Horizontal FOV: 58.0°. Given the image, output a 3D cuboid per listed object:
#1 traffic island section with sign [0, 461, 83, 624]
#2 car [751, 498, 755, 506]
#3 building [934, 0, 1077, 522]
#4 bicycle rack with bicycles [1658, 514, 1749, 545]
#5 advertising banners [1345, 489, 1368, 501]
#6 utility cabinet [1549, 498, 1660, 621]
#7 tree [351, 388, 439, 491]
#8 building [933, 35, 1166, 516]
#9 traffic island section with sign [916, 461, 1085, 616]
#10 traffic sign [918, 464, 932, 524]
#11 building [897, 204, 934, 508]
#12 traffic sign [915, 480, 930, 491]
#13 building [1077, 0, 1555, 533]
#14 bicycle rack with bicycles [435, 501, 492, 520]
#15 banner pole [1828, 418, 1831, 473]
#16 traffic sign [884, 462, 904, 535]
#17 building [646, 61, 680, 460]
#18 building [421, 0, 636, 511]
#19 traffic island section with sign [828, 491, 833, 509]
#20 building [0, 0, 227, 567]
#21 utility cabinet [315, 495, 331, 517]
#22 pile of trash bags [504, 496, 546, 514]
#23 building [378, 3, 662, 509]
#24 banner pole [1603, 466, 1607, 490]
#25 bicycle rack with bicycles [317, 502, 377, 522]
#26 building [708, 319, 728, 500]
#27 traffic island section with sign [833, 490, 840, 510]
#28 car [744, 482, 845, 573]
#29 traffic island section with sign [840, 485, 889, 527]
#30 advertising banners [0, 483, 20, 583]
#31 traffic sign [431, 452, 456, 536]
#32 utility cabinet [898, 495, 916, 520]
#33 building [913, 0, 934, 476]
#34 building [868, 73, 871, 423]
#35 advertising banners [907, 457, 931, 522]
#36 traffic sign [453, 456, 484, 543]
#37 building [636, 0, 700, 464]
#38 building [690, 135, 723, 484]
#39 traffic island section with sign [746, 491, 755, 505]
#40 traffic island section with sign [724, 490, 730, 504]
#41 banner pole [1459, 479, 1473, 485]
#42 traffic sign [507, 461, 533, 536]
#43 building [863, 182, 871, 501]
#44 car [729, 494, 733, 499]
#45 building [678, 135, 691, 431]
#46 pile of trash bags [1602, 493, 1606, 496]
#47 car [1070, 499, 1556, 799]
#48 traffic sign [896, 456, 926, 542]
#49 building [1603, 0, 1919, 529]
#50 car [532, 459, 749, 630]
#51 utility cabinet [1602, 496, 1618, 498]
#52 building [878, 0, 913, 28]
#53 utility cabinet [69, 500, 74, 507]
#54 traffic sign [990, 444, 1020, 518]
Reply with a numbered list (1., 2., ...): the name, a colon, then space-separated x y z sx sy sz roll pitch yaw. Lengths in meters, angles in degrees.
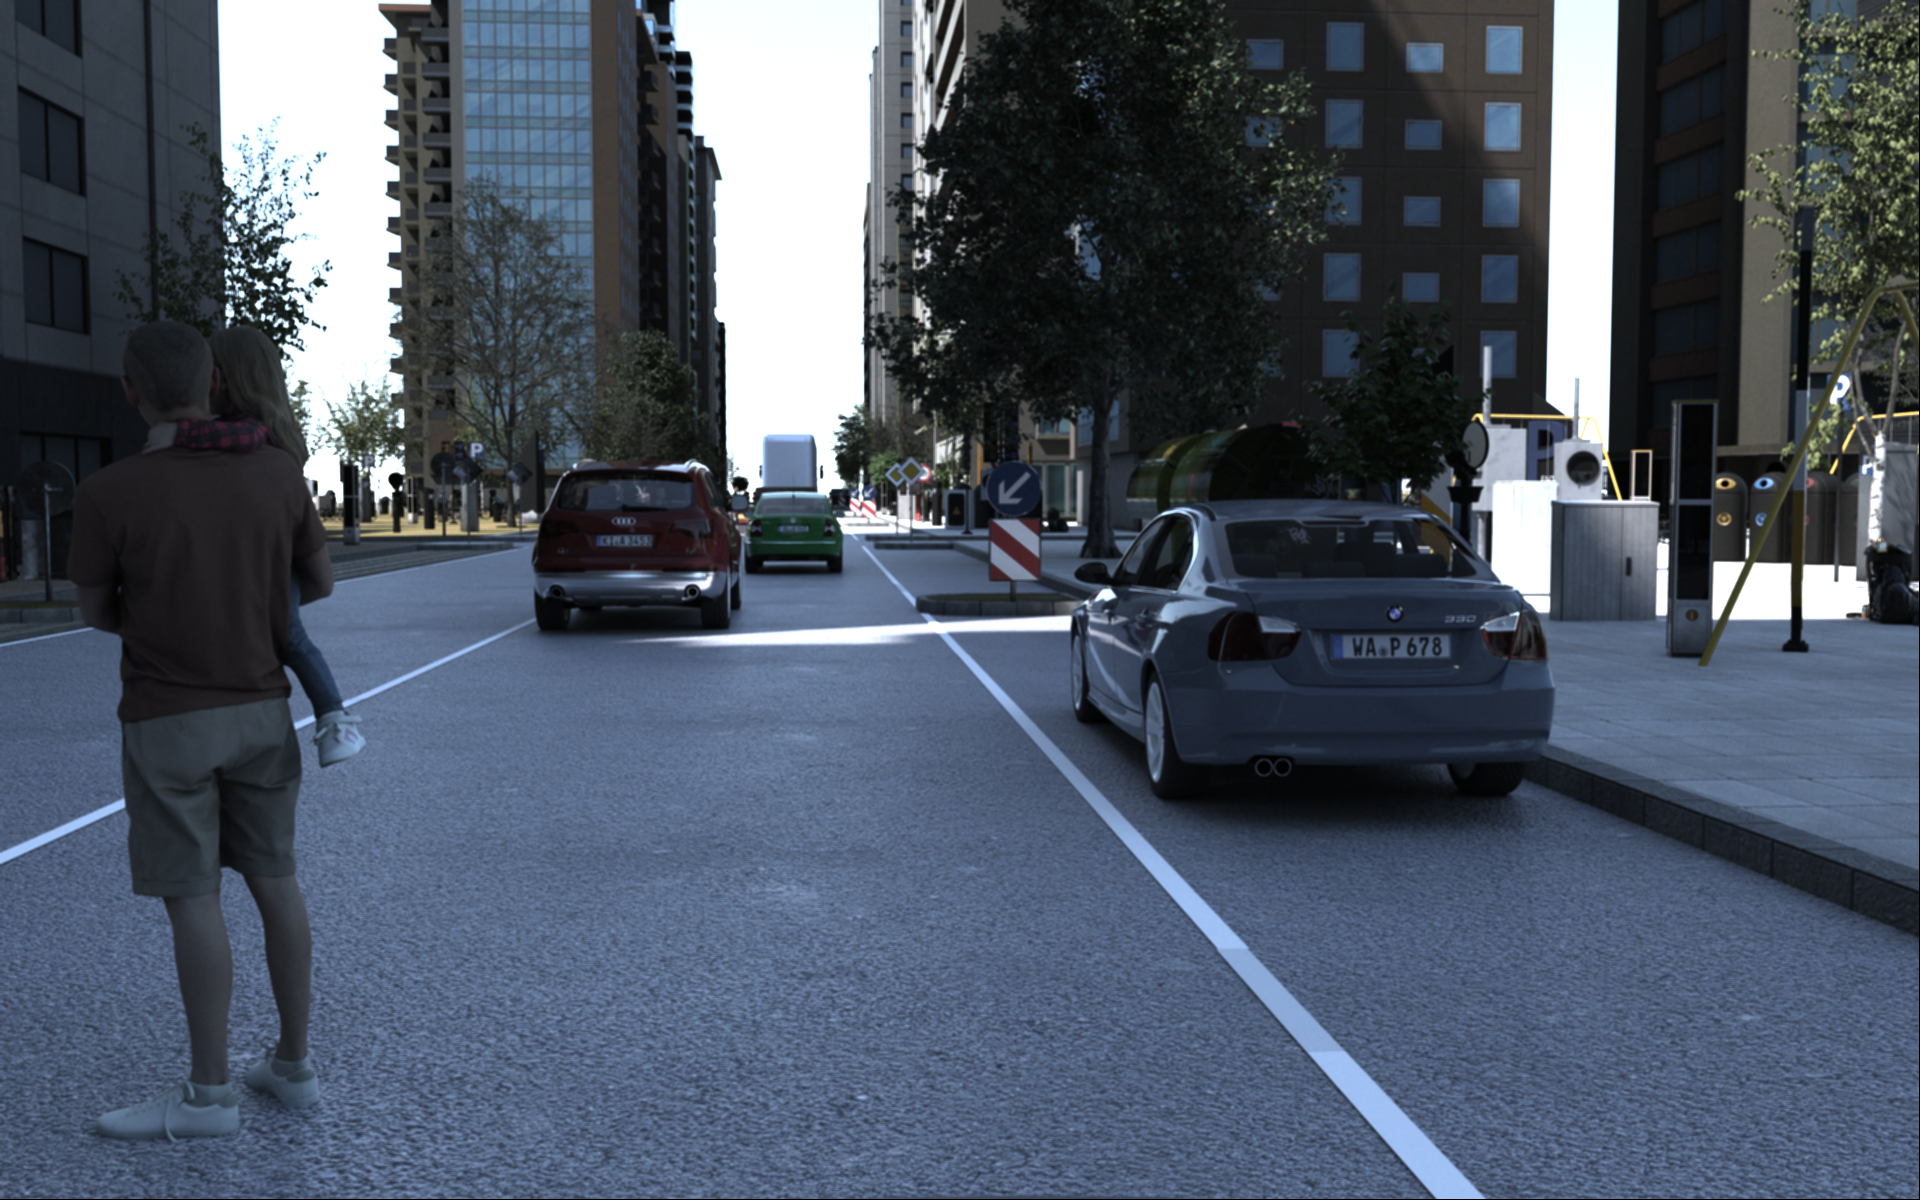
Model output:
1. traffic island section with sign: -10.733 -0.693 19.966 1.989 1.847 2.006 0 4 -5
2. car: -17.237 -8.757 152.210 2.155 1.783 4.494 0 4 -6
3. building: 10.000 -28.463 89.069 21.300 48.544 21.600 0 4 -5
4. bicycle rack with bicycles: 18.715 -1.836 43.400 2.852 0.926 2.925 -3 4 -37
5. advertising banners: 8.658 -2.757 41.261 2.074 3.025 0.090 1 4 12
6. utility cabinet: 6.546 -0.394 17.596 1.020 1.237 0.306 0 4 -6
7. tree: -36.754 -10.000 113.858 4.360 8.622 3.978 0 3 0
8. building: 5.570 -28.797 120.948 14.600 45.320 14.200 0 4 -5
9. traffic island section with sign: 0.472 -0.774 21.290 1.989 1.847 2.006 0 4 -5
10. traffic sign: -1.574 -4.516 73.949 0.768 2.556 0.104 0 4 -1
11. building: 0.827 -24.215 167.622 14.160 30.474 14.107 0 4 -5
12. traffic sign: -1.861 -5.003 81.807 0.884 2.594 0.081 0 3 0
13. building: 12.074 -25.277 63.382 14.200 45.320 14.600 0 4 -5
14. bicycle rack with bicycles: -25.147 -4.467 86.414 2.925 0.926 2.852 0 4 6
15. banner pole: 28.511 -4.089 56.869 0.401 3.779 0.863 2 4 31
16. traffic sign: -1.967 -3.082 54.025 0.795 2.450 0.064 0 4 -5
17. building: -36.104 -32.179 176.242 14.600 45.320 14.200 0 4 -5
18. building: -32.458 -29.560 133.409 14.600 45.320 14.200 0 4 -5
19. traffic island section with sign: -10.604 -8.872 153.688 1.989 1.847 2.006 0 4 -5
20. building: -27.392 -36.275 31.356 20.611 71.187 20.563 0 4 -5
21. utility cabinet: -35.475 -5.219 96.486 0.306 1.237 1.020 1 4 19
22. pile of trash bags: -25.581 -5.660 102.295 3.447 1.369 1.912 3 5 40
23. building: -38.498 -30.573 154.490 22.147 44.769 28.867 0 4 -5
24. banner pole: 49.776 -8.805 133.971 0.863 3.779 0.401 0 4 1
25. bicycle rack with bicycles: -28.894 -4.156 81.337 2.925 0.926 2.852 -2 4 -28
26. building: -44.942 -31.011 278.729 14.160 30.474 14.107 0 4 -5
27. traffic island section with sign: -6.417 -5.810 103.628 1.989 1.847 2.006 0 4 -5
28. car: -3.144 -1.472 32.862 1.959 1.807 4.718 0 4 -5
29. traffic island section with sign: -4.174 -4.167 76.766 1.989 1.847 2.006 0 4 -5
30. advertising banners: -13.896 -1.765 25.046 0.090 3.025 2.074 -1 4 -18
31. traffic sign: -15.686 -3.211 52.600 0.768 2.556 0.104 0 4 -2
32. utility cabinet: -2.602 -4.528 85.200 1.020 1.237 0.306 1 4 12
33. building: 10.127 -34.107 146.883 28.713 52.752 27.495 0 4 -5
34. building: -1.478 -42.120 230.658 21.231 58.520 28.212 0 4 -5
35. advertising banners: -1.924 -5.172 80.752 0.090 3.025 2.074 -2 4 -32
36. traffic sign: -12.806 -2.537 45.129 0.795 2.450 0.064 0 4 -5
37. building: -44.706 -55.885 226.383 22.319 86.520 31.000 0 4 -5
38. building: -50.039 -40.823 256.690 28.713 52.752 27.495 0 4 -5
39. traffic island section with sign: -30.976 -15.496 261.980 1.989 1.847 2.006 0 4 -5
40. traffic island section with sign: -24.069 -10.440 179.327 1.989 1.847 2.006 0 4 -5
41. banner pole: 16.370 -3.990 55.247 0.863 3.779 0.401 0 4 5
42. traffic sign: -13.472 -3.024 53.086 0.795 2.450 0.064 0 4 -5
43. building: -3.332 -38.658 255.755 21.300 48.544 21.600 0 4 -5
44. car: -24.926 -11.138 191.699 1.945 1.707 3.694 0 4 -6
45. building: -37.263 -31.033 190.991 14.154 41.232 14.086 0 4 -5
46. pile of trash bags: 41.717 -6.077 109.118 3.447 1.369 1.912 -1 4 -9
47. car: 1.690 0.155 9.474 2.014 1.417 4.499 0 4 -4
48. traffic sign: -1.300 -2.595 46.068 0.795 2.450 0.064 0 4 -5
49. building: 41.187 -25.384 69.651 28.867 44.769 22.147 0 4 -5
50. car: -3.588 -0.685 19.873 2.281 1.827 5.304 0 4 -5
51. utility cabinet: 25.796 -3.564 69.431 0.306 1.237 1.020 -3 5 -42
52. building: 1.673 -39.513 188.030 21.231 58.520 28.212 0 4 -5
53. utility cabinet: -15.144 -1.171 30.308 1.020 1.237 0.306 -1 4 -18
54. traffic sign: 1.131 -2.678 43.895 0.768 2.556 0.104 0 4 -4
